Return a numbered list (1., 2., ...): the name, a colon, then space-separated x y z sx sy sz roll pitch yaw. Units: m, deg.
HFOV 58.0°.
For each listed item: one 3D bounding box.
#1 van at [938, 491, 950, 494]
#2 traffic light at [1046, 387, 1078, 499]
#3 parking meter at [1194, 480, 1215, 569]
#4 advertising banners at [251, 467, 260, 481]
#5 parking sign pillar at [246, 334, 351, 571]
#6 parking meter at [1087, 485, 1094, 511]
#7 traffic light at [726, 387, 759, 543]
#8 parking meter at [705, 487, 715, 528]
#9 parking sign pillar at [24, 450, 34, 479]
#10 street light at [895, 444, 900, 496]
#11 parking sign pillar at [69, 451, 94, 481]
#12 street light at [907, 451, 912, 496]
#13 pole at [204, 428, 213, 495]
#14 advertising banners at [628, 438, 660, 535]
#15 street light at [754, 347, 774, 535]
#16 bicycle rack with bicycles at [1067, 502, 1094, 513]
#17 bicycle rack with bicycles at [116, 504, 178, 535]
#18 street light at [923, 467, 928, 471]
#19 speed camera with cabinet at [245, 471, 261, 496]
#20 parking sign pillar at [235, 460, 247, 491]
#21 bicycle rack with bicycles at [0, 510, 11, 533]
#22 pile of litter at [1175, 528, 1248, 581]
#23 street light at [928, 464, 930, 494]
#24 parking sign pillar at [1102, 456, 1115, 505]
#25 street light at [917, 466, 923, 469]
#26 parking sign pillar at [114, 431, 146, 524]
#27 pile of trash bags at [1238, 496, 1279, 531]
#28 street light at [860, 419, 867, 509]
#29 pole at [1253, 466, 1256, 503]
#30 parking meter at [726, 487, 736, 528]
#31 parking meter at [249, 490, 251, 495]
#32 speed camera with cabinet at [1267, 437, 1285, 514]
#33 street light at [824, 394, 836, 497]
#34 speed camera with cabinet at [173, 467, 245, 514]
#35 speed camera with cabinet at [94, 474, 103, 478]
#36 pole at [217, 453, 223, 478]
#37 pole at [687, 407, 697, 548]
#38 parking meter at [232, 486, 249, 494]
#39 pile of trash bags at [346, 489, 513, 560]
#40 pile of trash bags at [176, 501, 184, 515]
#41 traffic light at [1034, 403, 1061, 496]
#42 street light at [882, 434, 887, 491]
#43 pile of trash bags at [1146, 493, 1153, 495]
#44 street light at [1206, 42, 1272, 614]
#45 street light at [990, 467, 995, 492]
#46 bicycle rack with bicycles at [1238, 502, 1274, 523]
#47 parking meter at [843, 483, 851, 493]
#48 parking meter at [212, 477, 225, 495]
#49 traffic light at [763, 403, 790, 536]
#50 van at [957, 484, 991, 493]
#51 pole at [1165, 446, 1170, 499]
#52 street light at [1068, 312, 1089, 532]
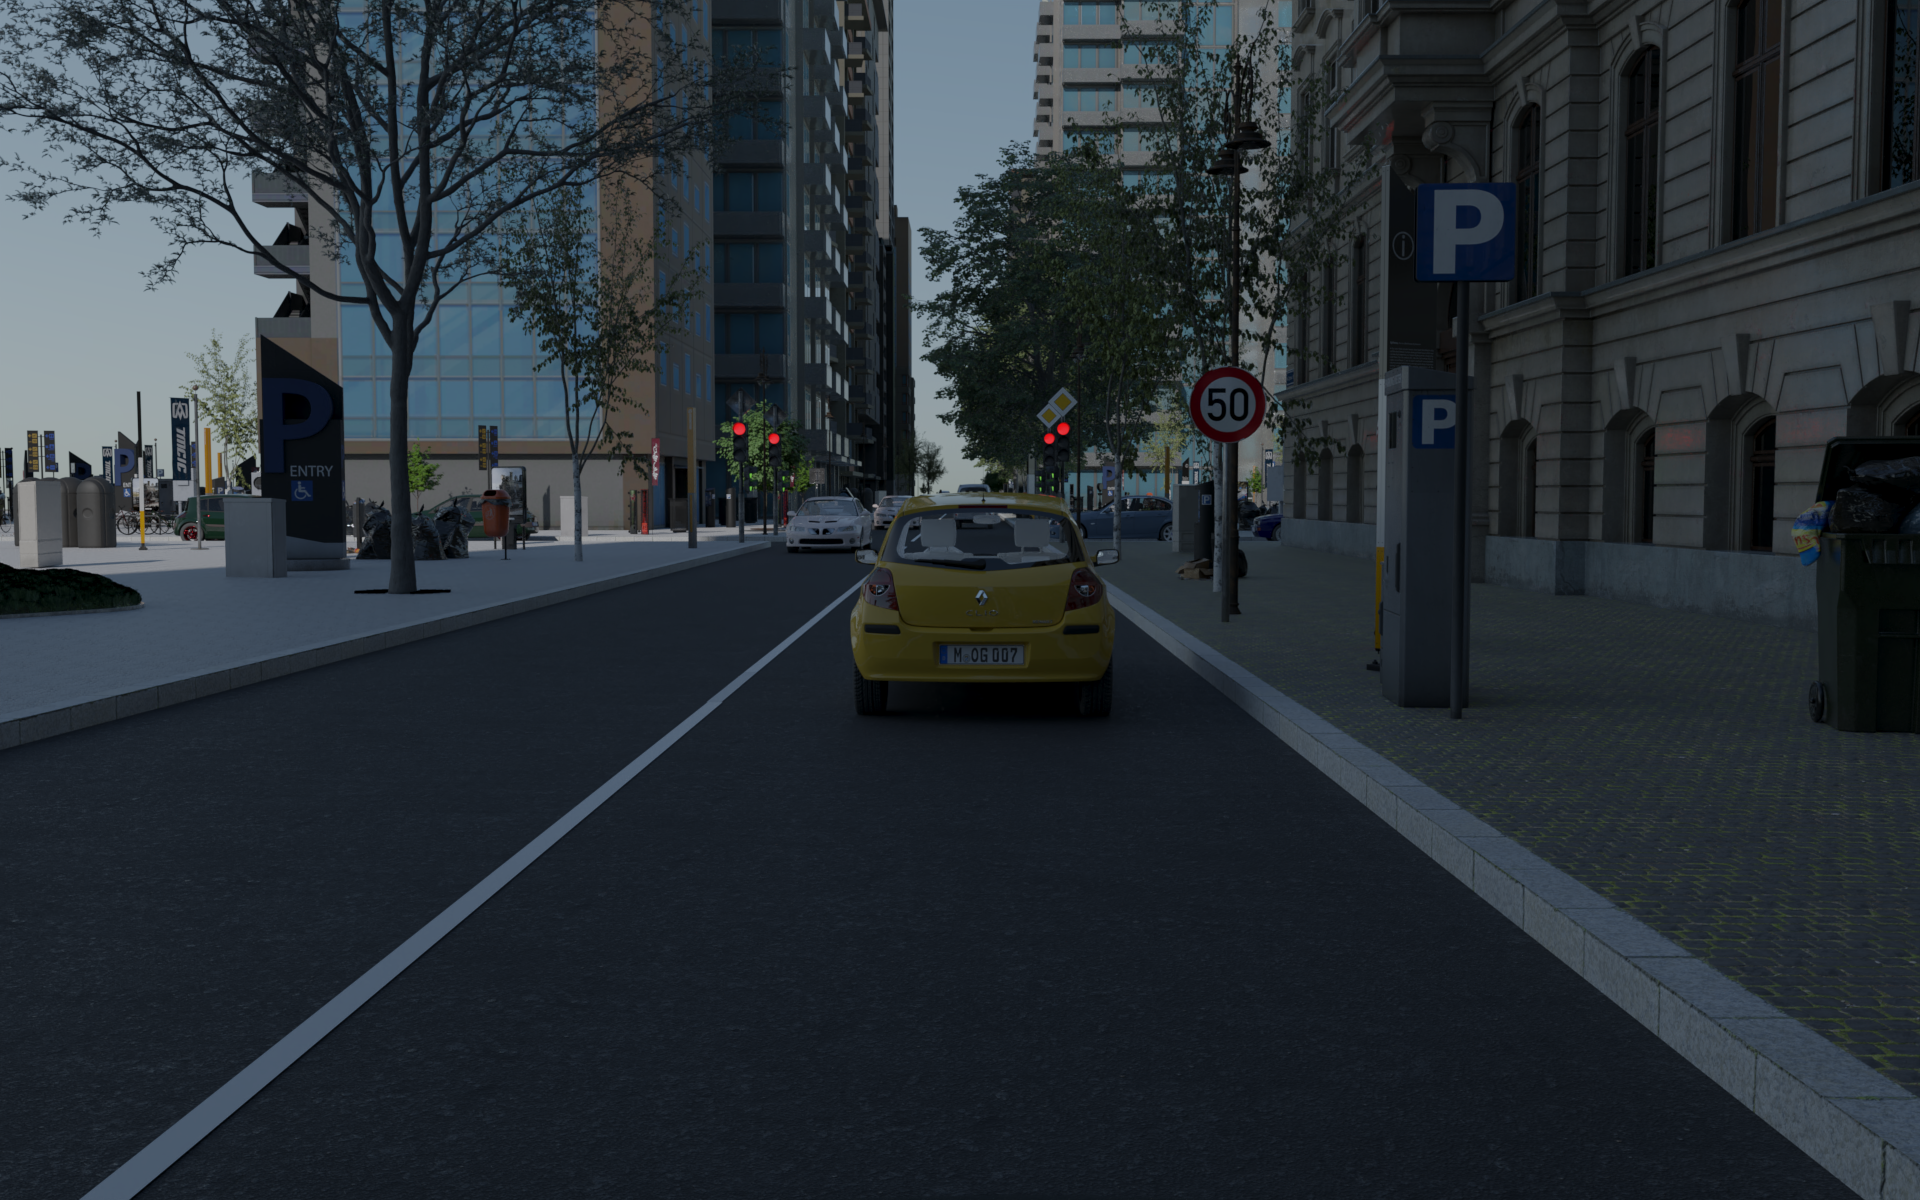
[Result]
1. van: -1.846 -12.027 203.656 2.013 2.044 4.112 0 4 -1
2. traffic light: 2.675 -3.460 45.493 0.839 4.253 0.868 0 4 0
3. parking meter: 4.079 -1.245 28.772 0.372 1.533 0.369 0 3 0
4. advertising banners: -45.705 -6.986 110.416 2.074 3.025 0.090 -1 4 -18
5. parking sign pillar: -11.123 -2.498 29.315 1.447 3.967 1.447 -1 4 -11
6. parking meter: 8.751 -6.767 116.351 0.399 1.863 0.255 -1 4 -19
7. traffic light: -5.736 -3.462 45.528 0.839 4.253 0.868 0 4 0
8. parking meter: -9.550 -3.535 66.213 0.372 1.533 0.369 0 3 0
9. parking sign pillar: -57.263 -7.218 106.483 1.447 3.967 1.447 -2 4 -32
10. street light: -5.591 -11.220 156.235 0.468 5.910 1.993 0 4 0
11. parking sign pillar: -55.075 -7.347 108.602 1.447 3.967 1.447 3 5 45
12. street light: -5.331 -12.801 182.088 0.468 5.910 1.993 0 4 0
13. pole: -23.100 -3.633 53.246 0.158 3.312 0.155 0 3 0
14. advertising banners: -9.950 -3.570 54.560 0.090 3.025 2.074 -3 4 -38
15. street light: -6.147 -4.994 54.436 0.468 5.910 1.993 0 4 0
16. bicycle rack with bicycles: 4.819 -3.829 75.993 2.925 0.926 2.852 0 4 -2
17. bicycle rack with bicycles: -25.802 -2.544 54.968 2.925 0.926 2.852 0 4 -1
18. street light: -4.998 -16.306 239.387 0.468 5.910 1.993 0 4 0
19. speed camera with cabinet: -29.087 -4.653 70.404 2.038 3.252 0.660 0 4 -7
20. parking sign pillar: -47.440 -7.748 115.152 1.447 3.967 1.447 -1 4 -14
21. bicycle rack with bicycles: -31.100 -2.682 57.237 2.852 0.926 2.925 0 4 -7
22. pile of litter: 3.799 -0.764 26.459 1.176 0.858 1.719 3 5 39
23. street light: -4.828 -17.887 265.241 0.468 5.910 1.993 0 4 0
24. parking sign pillar: 10.586 -8.106 121.004 1.447 3.967 1.447 2 4 33
25. street light: -5.176 -14.725 213.533 0.468 5.910 1.993 0 4 0
26. parking sign pillar: -35.481 -5.234 74.041 1.447 3.967 1.447 1 4 17
27. pile of trash bags: 10.399 -3.159 61.405 1.912 1.369 3.447 -3 5 -40
28. street light: -5.934 -8.199 106.835 0.468 5.910 1.993 0 4 0
29. pole: 21.265 -8.031 125.142 0.158 3.312 0.155 0 3 0
30. parking meter: -8.752 -3.531 66.147 0.372 1.533 0.369 0 3 0
31. parking meter: -39.001 -5.288 94.867 0.372 1.533 0.369 0 3 0
32. speed camera with cabinet: 10.586 -3.785 56.226 0.660 3.252 2.038 2 4 31
33. street light: -6.034 -6.575 80.290 0.468 5.910 1.993 0 4 0
34. speed camera with cabinet: -25.536 -3.939 58.743 2.038 3.252 0.660 0 4 -6
35. speed camera with cabinet: -39.948 -5.339 81.624 0.660 3.252 2.038 0 4 7
36. pole: -36.321 -5.579 85.066 0.158 3.312 0.155 0 3 0
37. pole: -6.320 -2.875 40.856 0.158 3.312 0.155 0 3 0
38. parking meter: -23.738 -2.970 56.979 0.372 1.533 0.369 0 3 0
39. pile of trash bags: -10.233 -1.493 34.160 3.447 1.369 1.912 2 4 26
40. pile of trash bags: -41.675 -4.883 89.592 3.447 1.369 1.912 1 4 10
41. traffic light: 2.724 -3.948 53.478 0.839 4.253 0.868 0 4 0
42. street light: -5.631 -9.639 130.380 0.468 5.910 1.993 0 4 0
43. pile of trash bags: 13.518 -6.718 119.596 1.912 1.369 3.447 -1 4 -13
44. street light: 2.920 -2.787 18.354 0.468 5.910 1.993 0 4 0
45. street light: 4.261 -16.049 235.181 0.468 5.910 1.993 0 4 0
46. bicycle rack with bicycles: 13.116 -3.837 76.124 2.852 0.926 2.925 1 4 22
47. parking meter: -5.951 -5.221 91.070 0.399 1.863 0.255 1 4 22
48. parking meter: -24.763 -3.188 57.831 0.255 1.863 0.399 3 5 42
49. traffic light: -5.687 -3.951 53.513 0.839 4.253 0.868 0 4 0
50. van: 0.617 -4.012 72.605 2.013 2.044 4.112 0 4 2
51. pole: 8.855 -4.904 74.031 0.158 3.312 0.155 0 3 0
52. street light: 3.036 -4.368 44.208 0.468 5.910 1.993 0 4 0
